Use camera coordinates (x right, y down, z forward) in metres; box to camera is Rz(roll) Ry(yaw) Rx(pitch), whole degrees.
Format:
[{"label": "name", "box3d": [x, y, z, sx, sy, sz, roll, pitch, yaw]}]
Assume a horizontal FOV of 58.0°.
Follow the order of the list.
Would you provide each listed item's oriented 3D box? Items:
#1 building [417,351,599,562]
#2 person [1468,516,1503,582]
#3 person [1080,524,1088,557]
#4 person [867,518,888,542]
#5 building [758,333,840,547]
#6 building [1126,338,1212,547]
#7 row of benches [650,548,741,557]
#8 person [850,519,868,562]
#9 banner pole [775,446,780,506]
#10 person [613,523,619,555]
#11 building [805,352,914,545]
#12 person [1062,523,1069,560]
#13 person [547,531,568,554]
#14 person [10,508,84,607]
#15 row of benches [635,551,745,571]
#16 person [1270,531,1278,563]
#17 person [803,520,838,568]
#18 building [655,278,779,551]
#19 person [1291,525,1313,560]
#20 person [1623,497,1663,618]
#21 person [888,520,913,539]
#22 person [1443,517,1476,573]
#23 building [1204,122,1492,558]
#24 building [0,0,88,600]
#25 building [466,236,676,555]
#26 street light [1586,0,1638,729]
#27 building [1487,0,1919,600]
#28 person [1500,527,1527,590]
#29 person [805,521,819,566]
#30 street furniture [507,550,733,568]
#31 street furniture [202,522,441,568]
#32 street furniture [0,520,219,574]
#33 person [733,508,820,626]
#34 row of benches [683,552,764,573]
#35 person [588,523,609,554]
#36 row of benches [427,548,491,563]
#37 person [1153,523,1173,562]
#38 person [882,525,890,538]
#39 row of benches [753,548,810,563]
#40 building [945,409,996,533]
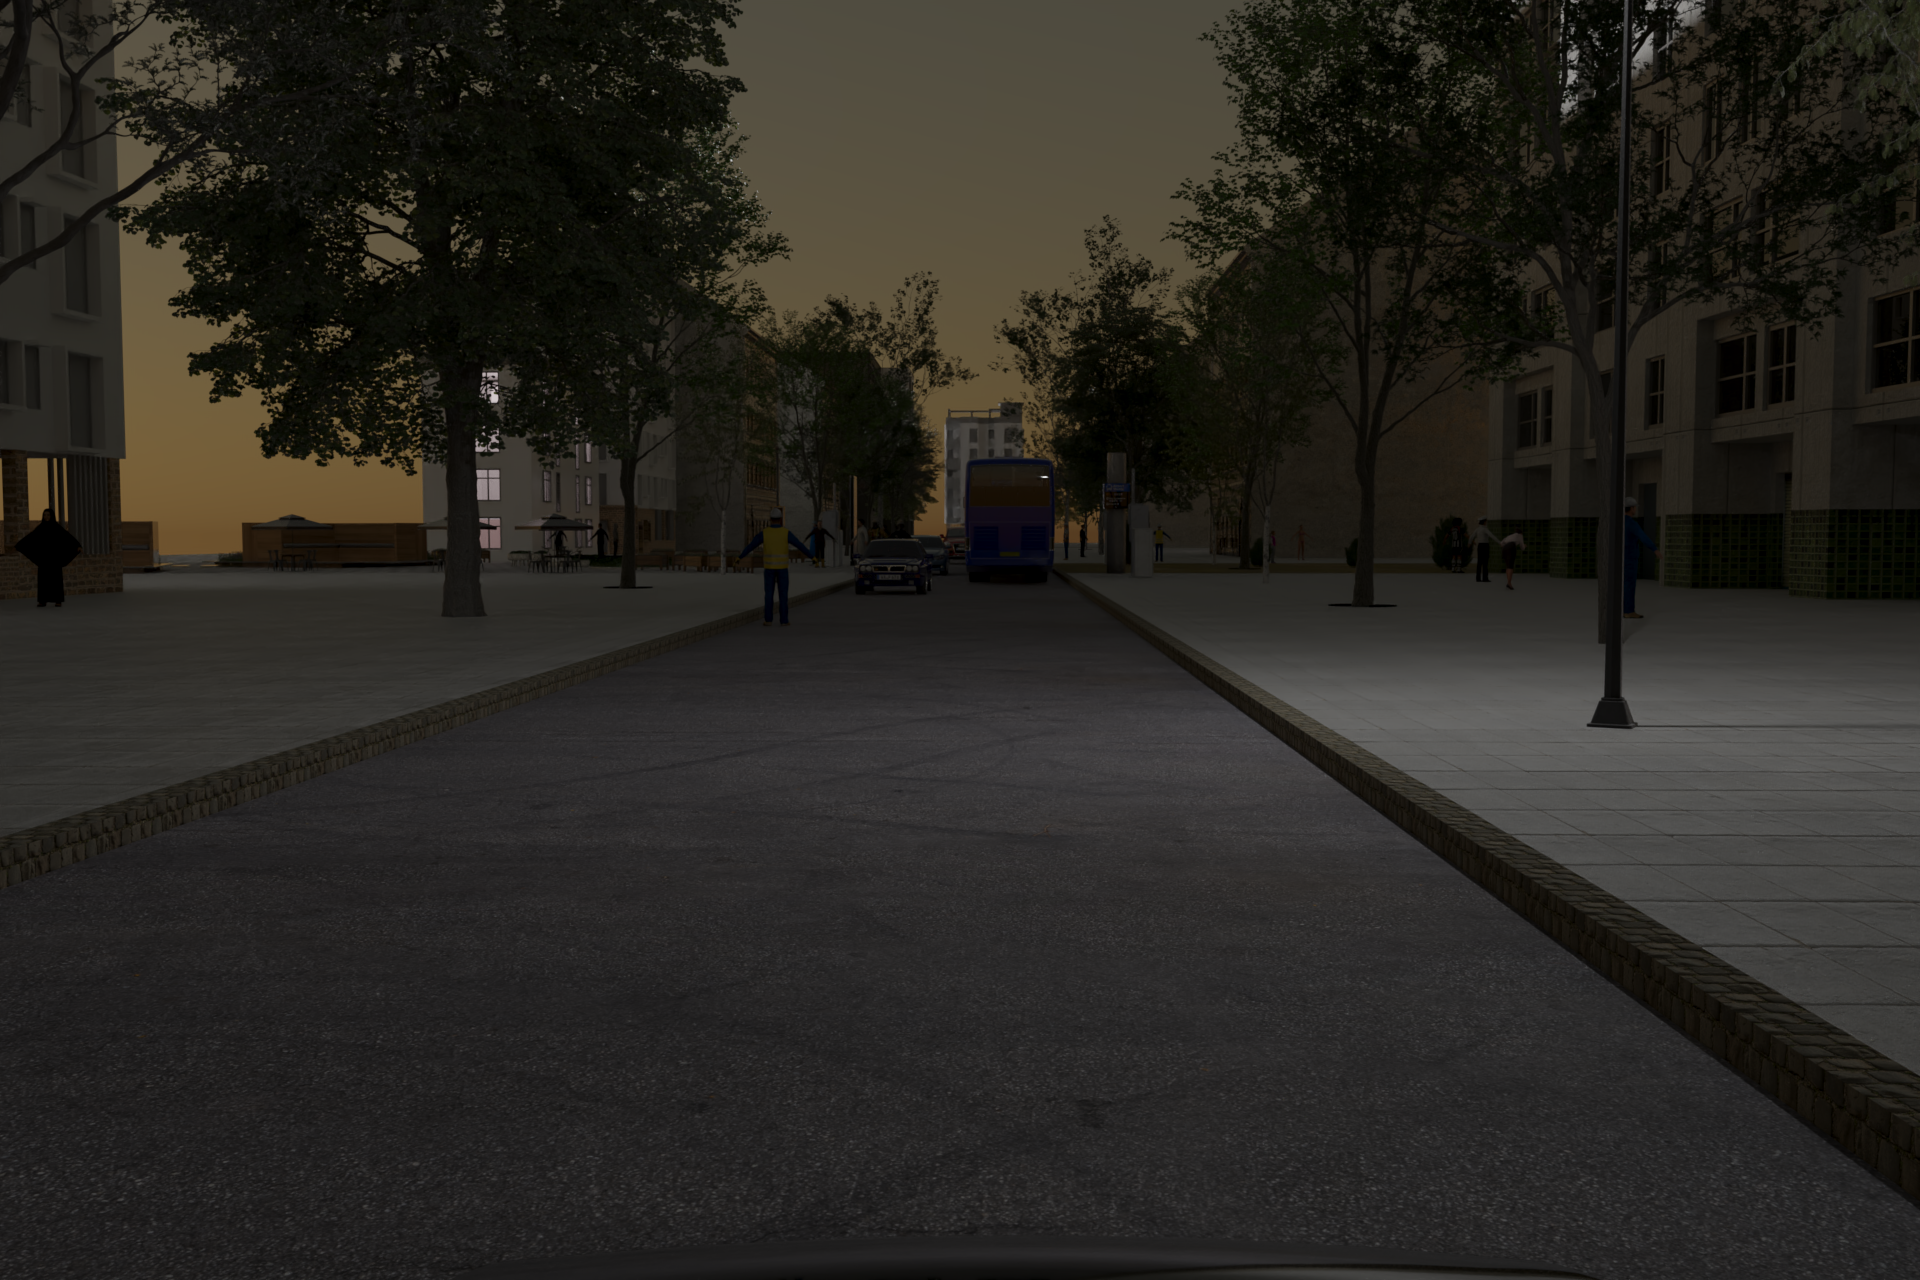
[{"label": "building", "box3d": [-23.919, -9.267, 93.666, 9.099, 9.664, 28.070, 0, 4, 1]}, {"label": "person", "box3d": [14.049, -2.440, 46.351, 0.721, 1.778, 1.216, -2, 4, -30]}, {"label": "person", "box3d": [6.821, -5.500, 95.866, 0.705, 1.837, 1.347, 1, 4, 20]}, {"label": "person", "box3d": [-3.069, -3.495, 62.911, 1.354, 1.858, 0.705, 2, 4, 25]}, {"label": "building", "box3d": [-22.714, -21.415, 181.064, 19.493, 23.208, 18.063, 0, 4, 1]}, {"label": "building", "box3d": [27.154, -21.515, 182.691, 19.493, 23.208, 18.063, 0, 4, 1]}, {"label": "row of benches", "box3d": [-11.727, -3.722, 76.321, 4.104, 0.672, 1.422, 0, 4, -6]}, {"label": "person", "box3d": [-3.417, -3.259, 59.469, 0.705, 1.806, 1.347, -2, 4, -26]}, {"label": "banner pole", "box3d": [-5.197, -3.644, 49.604, 0.401, 3.779, 0.863, 0, 4, 1]}, {"label": "person", "box3d": [-16.906, -4.837, 85.212, 0.705, 1.813, 1.348, -1, 4, -9]}, {"label": "building", "box3d": [-20.229, -22.422, 210.569, 27.936, 21.610, 32.646, 0, 4, 1]}, {"label": "person", "box3d": [5.225, -4.884, 85.713, 0.705, 1.847, 1.347, 0, 4, 4]}, {"label": "person", "box3d": [-18.743, -4.523, 80.670, 1.216, 1.740, 0.721, 2, 4, 28]}, {"label": "person", "box3d": [-16.048, -1.449, 30.473, 1.214, 1.737, 0.721, 0, 4, -7]}, {"label": "row of benches", "box3d": [-9.474, -2.793, 61.134, 4.104, 0.672, 1.422, 1, 4, 14]}, {"label": "person", "box3d": [13.797, -4.079, 75.950, 0.599, 1.433, 0.991, 1, 4, 23]}, {"label": "person", "box3d": [-5.329, -3.657, 65.924, 1.346, 1.812, 0.704, -1, 4, -13]}, {"label": "building", "box3d": [-24.775, -18.674, 136.253, 19.493, 23.208, 18.063, 0, 4, 2]}, {"label": "person", "box3d": [16.703, -4.758, 84.592, 1.217, 1.733, 0.721, -1, 4, -18]}, {"label": "person", "box3d": [10.226, -1.259, 26.471, 0.705, 1.842, 1.347, -1, 4, -14]}, {"label": "person", "box3d": [-1.777, -2.661, 51.748, 1.354, 1.856, 0.705, -1, 4, -14]}, {"label": "person", "box3d": [16.391, -3.110, 56.997, 0.704, 1.843, 1.345, -2, 4, -34]}, {"label": "building", "box3d": [24.894, -16.473, 100.268, 19.493, 23.208, 18.063, 0, 4, 2]}, {"label": "building", "box3d": [-23.789, -10.302, 24.865, 16.016, 20.090, 11.380, 0, 4, 2]}, {"label": "building", "box3d": [-25.426, -15.512, 110.046, 16.016, 20.090, 11.380, 0, 4, 1]}, {"label": "street light", "box3d": [4.895, -2.374, 11.361, 1.470, 5.913, 1.316, 0, 4, 1]}, {"label": "building", "box3d": [25.553, -10.705, 41.484, 16.747, 18.905, 31.486, 0, 4, 2]}, {"label": "person", "box3d": [12.796, -1.880, 39.977, 0.628, 1.438, 0.799, 1, 4, 11]}, {"label": "person", "box3d": [-5.873, -3.890, 69.721, 0.704, 1.817, 1.347, -2, 4, -35]}, {"label": "street furniture", "box3d": [-13.182, -3.226, 68.368, 10.072, 0.657, 5.734, 2, 4, 35]}, {"label": "street furniture", "box3d": [-25.057, -3.869, 70.118, 11.010, 1.723, 9.812, 1, 4, 20]}, {"label": "street furniture", "box3d": [-31.140, -3.192, 59.039, 11.010, 1.723, 9.812, -1, 4, -19]}, {"label": "person", "box3d": [-2.872, -1.140, 27.061, 1.349, 1.833, 0.705, 0, 4, -4]}, {"label": "row of benches", "box3d": [-7.824, -2.595, 57.883, 1.422, 0.672, 4.104, -3, 5, -43]}, {"label": "person", "box3d": [-17.076, -4.644, 82.158, 0.704, 1.802, 1.346, 2, 4, 32]}, {"label": "row of benches", "box3d": [-22.652, -3.736, 76.550, 4.104, 0.672, 1.422, -3, 5, -39]}, {"label": "person", "box3d": [9.168, -4.478, 79.681, 1.216, 1.772, 0.721, 0, 4, 6]}, {"label": "person", "box3d": [-4.196, -5.504, 96.183, 0.705, 1.806, 1.347, 3, 4, 38]}, {"label": "row of benches", "box3d": [-7.698, -3.740, 76.604, 1.422, 0.672, 4.104, 2, 4, 29]}, {"label": "building", "box3d": [-1.776, -24.042, 251.971, 11.380, 20.090, 16.016, 0, 4, -6]}]
